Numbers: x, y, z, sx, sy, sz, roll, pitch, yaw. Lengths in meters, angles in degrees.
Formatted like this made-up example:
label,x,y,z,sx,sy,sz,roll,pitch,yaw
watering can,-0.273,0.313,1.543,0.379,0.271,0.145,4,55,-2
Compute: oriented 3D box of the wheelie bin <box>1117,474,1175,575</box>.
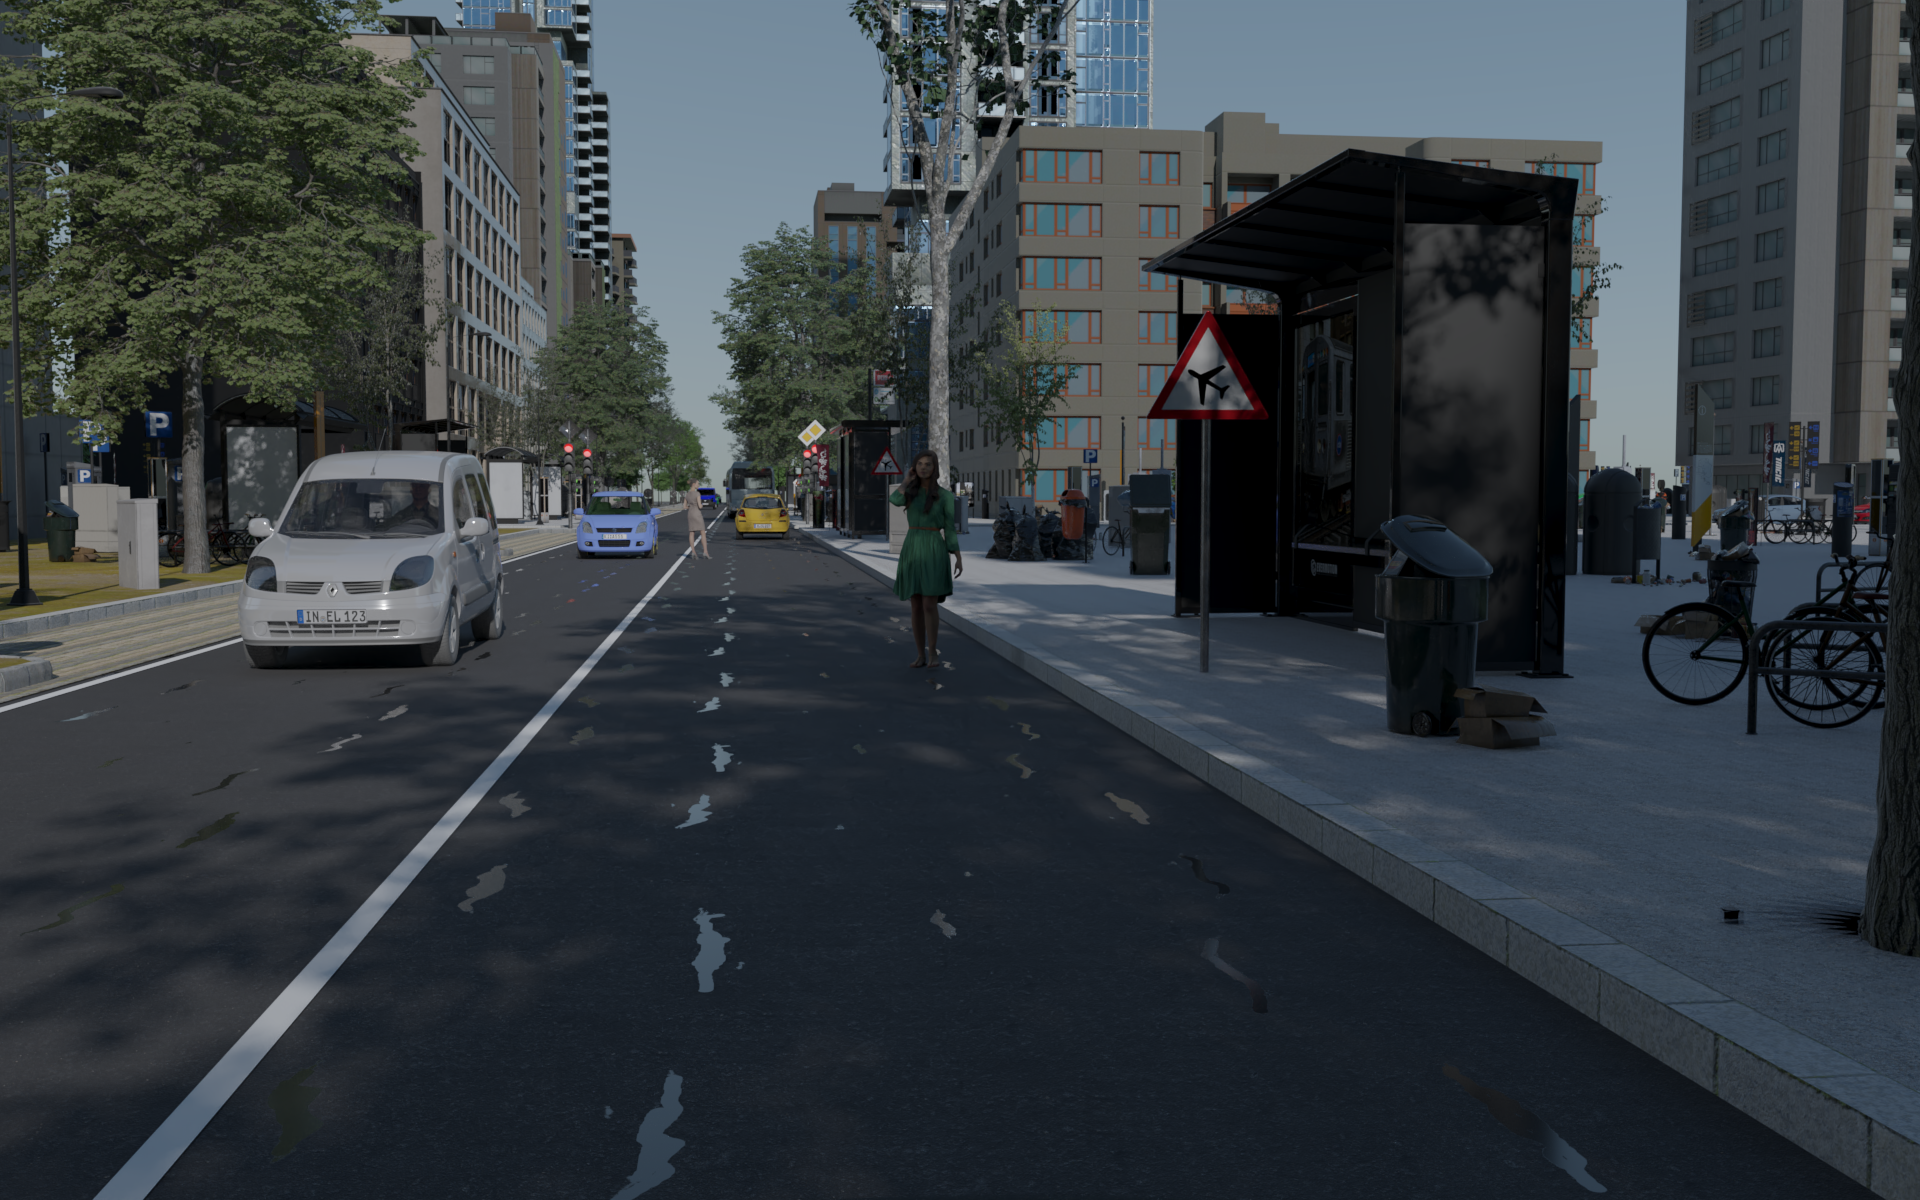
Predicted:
label,x,y,z,sx,sy,sz,roll,pitch,yaw
wheelie bin,2.991,-1.206,27.623,0.980,1.594,0.693,0,4,2

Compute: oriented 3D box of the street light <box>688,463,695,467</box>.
label,x,y,z,sx,sy,sz,roll,pitch,yaw
street light,-40.982,-17.587,260.087,1.470,5.913,1.316,0,4,-7

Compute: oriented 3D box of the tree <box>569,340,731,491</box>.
label,x,y,z,sx,sy,sz,roll,pitch,yaw
tree,-26.523,-13.923,138.014,12.009,13.543,11.850,0,3,0

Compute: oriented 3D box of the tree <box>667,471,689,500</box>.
label,x,y,z,sx,sy,sz,roll,pitch,yaw
tree,-37.047,-14.160,215.234,4.285,4.588,4.351,0,3,0

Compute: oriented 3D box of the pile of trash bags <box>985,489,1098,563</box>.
label,x,y,z,sx,sy,sz,roll,pitch,yaw
pile of trash bags,1.759,-1.450,33.468,1.912,1.369,3.447,-1,4,-15

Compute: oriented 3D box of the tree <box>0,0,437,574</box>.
label,x,y,z,sx,sy,sz,roll,pitch,yaw
tree,-11.986,-6.707,27.793,7.486,12.596,7.792,0,3,0

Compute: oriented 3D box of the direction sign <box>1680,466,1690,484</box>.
label,x,y,z,sx,sy,sz,roll,pitch,yaw
direction sign,54.631,-8.475,130.564,0.876,3.537,0.379,-1,4,-22

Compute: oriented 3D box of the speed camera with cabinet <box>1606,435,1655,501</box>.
label,x,y,z,sx,sy,sz,roll,pitch,yaw
speed camera with cabinet,22.645,-3.923,58.475,2.038,3.252,0.660,-2,4,-35

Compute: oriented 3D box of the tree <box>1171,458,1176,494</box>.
label,x,y,z,sx,sy,sz,roll,pitch,yaw
tree,10.356,-5.284,80.987,1.663,3.219,1.824,0,3,0

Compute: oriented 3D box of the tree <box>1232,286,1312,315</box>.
label,x,y,z,sx,sy,sz,roll,pitch,yaw
tree,8.998,-6.006,48.552,4.360,8.622,3.978,0,3,0

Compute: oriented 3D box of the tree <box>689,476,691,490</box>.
label,x,y,z,sx,sy,sz,roll,pitch,yaw
tree,-40.031,-16.054,246.187,4.285,4.588,4.351,0,3,0

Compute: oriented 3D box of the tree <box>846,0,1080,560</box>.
label,x,y,z,sx,sy,sz,roll,pitch,yaw
tree,1.092,-10.614,29.431,12.611,20.169,13.585,0,3,0

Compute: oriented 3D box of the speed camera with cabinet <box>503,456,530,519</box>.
label,x,y,z,sx,sy,sz,roll,pitch,yaw
speed camera with cabinet,-22.665,-5.737,88.144,2.038,3.252,0.660,3,5,43

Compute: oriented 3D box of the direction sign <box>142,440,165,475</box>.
label,x,y,z,sx,sy,sz,roll,pitch,yaw
direction sign,-33.852,-4.942,72.797,0.876,3.537,0.379,-1,4,-22

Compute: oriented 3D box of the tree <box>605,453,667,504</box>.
label,x,y,z,sx,sy,sz,roll,pitch,yaw
tree,-24.823,-8.778,127.229,4.285,4.588,4.351,0,3,0

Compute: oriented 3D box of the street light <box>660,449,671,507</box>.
label,x,y,z,sx,sy,sz,roll,pitch,yaw
street light,-30.487,-12.585,178.311,1.470,5.913,1.316,0,4,-7

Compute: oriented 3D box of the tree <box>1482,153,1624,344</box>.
label,x,y,z,sx,sy,sz,roll,pitch,yaw
tree,11.874,-5.313,37.231,4.360,8.622,3.978,0,3,0

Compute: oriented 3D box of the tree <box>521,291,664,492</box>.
label,x,y,z,sx,sy,sz,roll,pitch,yaw
tree,-22.808,-12.376,109.010,9.857,13.997,8.962,0,3,0

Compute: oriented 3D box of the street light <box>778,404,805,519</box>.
label,x,y,z,sx,sy,sz,roll,pitch,yaw
street light,-8.433,-7.064,88.037,1.470,5.913,1.316,0,4,-7

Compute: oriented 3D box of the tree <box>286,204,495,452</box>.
label,x,y,z,sx,sy,sz,roll,pitch,yaw
tree,-14.658,-5.694,43.457,4.360,8.622,3.978,0,3,0

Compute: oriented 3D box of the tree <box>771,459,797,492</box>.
label,x,y,z,sx,sy,sz,roll,pitch,yaw
tree,-17.173,-11.251,167.667,4.285,4.588,4.351,0,3,0

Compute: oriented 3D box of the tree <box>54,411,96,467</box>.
label,x,y,z,sx,sy,sz,roll,pitch,yaw
tree,-30.623,-4.537,57.886,4.285,4.588,4.351,0,3,0

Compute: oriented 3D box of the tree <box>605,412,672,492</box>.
label,x,y,z,sx,sy,sz,roll,pitch,yaw
tree,-30.617,-13.957,162.605,7.601,10.594,8.767,-3,4,-38

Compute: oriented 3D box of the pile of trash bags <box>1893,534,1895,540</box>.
label,x,y,z,sx,sy,sz,roll,pitch,yaw
pile of trash bags,5.263,0.217,6.200,3.447,1.369,1.912,3,4,36

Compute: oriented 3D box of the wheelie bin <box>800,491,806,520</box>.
label,x,y,z,sx,sy,sz,roll,pitch,yaw
wheelie bin,-7.221,-4.583,82.846,0.980,1.594,0.693,-2,4,-35

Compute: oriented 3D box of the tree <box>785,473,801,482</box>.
label,x,y,z,sx,sy,sz,roll,pitch,yaw
tree,-12.878,-8.590,135.051,1.663,3.219,1.824,0,3,0

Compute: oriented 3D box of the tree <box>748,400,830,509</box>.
label,x,y,z,sx,sy,sz,roll,pitch,yaw
tree,-13.658,-12.613,140.629,7.601,10.594,8.767,-1,4,-11

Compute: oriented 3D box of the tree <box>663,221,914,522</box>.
label,x,y,z,sx,sy,sz,roll,pitch,yaw
tree,-7.010,-10.641,80.639,9.857,13.997,8.962,0,3,0

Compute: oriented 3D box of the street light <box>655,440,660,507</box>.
label,x,y,z,sx,sy,sz,roll,pitch,yaw
street light,-26.608,-10.720,147.817,1.470,5.913,1.316,0,4,-7

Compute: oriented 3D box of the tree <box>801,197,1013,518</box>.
label,x,y,z,sx,sy,sz,roll,pitch,yaw
tree,-1.124,-5.697,43.506,4.360,8.622,3.978,0,3,0

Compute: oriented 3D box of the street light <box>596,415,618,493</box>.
label,x,y,z,sx,sy,sz,roll,pitch,yaw
street light,-20.766,-7.898,101.665,1.470,5.913,1.316,0,4,-7

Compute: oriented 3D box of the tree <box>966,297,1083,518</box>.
label,x,y,z,sx,sy,sz,roll,pitch,yaw
tree,2.474,-6.948,63.964,4.737,8.622,4.395,0,3,0

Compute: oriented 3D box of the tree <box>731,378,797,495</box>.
label,x,y,z,sx,sy,sz,roll,pitch,yaw
tree,-18.914,-16.433,179.056,12.009,13.543,11.850,0,3,0

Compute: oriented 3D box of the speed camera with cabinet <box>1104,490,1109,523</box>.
label,x,y,z,sx,sy,sz,roll,pitch,yaw
speed camera with cabinet,7.160,-4.936,75.038,0.660,3.252,2.038,-3,5,-44

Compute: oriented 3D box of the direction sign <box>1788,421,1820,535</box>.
label,x,y,z,sx,sy,sz,roll,pitch,yaw
direction sign,26.299,-3.795,54.045,0.876,3.537,0.379,3,4,37

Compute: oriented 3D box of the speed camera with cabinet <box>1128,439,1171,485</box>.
label,x,y,z,sx,sy,sz,roll,pitch,yaw
speed camera with cabinet,6.571,-4.159,62.342,2.038,3.252,0.660,1,4,9

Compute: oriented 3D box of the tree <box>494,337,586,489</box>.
label,x,y,z,sx,sy,sz,roll,pitch,yaw
tree,-19.793,-8.035,81.741,4.360,8.622,3.978,0,3,0

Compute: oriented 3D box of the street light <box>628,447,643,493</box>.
label,x,y,z,sx,sy,sz,roll,pitch,yaw
street light,-24.604,-9.720,131.458,1.470,5.913,1.316,0,4,-7

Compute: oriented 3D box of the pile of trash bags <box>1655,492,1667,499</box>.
label,x,y,z,sx,sy,sz,roll,pitch,yaw
pile of trash bags,56.301,-7.915,139.166,3.447,1.369,1.912,2,4,25

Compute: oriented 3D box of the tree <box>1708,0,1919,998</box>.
label,x,y,z,sx,sy,sz,roll,pitch,yaw
tree,2.958,-4.823,4.607,9.928,11.665,9.643,0,3,0

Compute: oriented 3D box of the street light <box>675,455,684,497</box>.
label,x,y,z,sx,sy,sz,roll,pitch,yaw
street light,-34.288,-14.408,208.109,1.470,5.913,1.316,0,4,-7

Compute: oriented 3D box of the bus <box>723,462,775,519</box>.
label,x,y,z,sx,sy,sz,roll,pitch,yaw
bus,-12.768,-6.715,104.642,2.948,3.499,13.247,-1,4,-9

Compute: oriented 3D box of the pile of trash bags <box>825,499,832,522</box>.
label,x,y,z,sx,sy,sz,roll,pitch,yaw
pile of trash bags,-4.790,-4.159,77.756,1.912,1.369,3.447,-1,4,-21

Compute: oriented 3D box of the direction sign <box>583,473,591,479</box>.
label,x,y,z,sx,sy,sz,roll,pitch,yaw
direction sign,-19.851,-6.131,92.237,0.379,3.537,0.876,-3,4,-36

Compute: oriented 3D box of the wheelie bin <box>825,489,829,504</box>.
label,x,y,z,sx,sy,sz,roll,pitch,yaw
wheelie bin,-7.868,-5.882,104.083,0.693,1.594,0.980,-1,4,-10

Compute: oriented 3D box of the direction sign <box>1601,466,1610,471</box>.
label,x,y,z,sx,sy,sz,roll,pitch,yaw
direction sign,52.157,-9.056,140.067,0.876,3.537,0.379,-1,4,-18

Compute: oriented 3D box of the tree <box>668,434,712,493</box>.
label,x,y,z,sx,sy,sz,roll,pitch,yaw
tree,-47.679,-23.556,302.155,9.611,12.733,9.660,0,3,0

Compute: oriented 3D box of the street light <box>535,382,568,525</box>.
label,x,y,z,sx,sy,sz,roll,pitch,yaw
street light,-16.924,-6.075,71.873,1.470,5.913,1.316,0,4,-7
